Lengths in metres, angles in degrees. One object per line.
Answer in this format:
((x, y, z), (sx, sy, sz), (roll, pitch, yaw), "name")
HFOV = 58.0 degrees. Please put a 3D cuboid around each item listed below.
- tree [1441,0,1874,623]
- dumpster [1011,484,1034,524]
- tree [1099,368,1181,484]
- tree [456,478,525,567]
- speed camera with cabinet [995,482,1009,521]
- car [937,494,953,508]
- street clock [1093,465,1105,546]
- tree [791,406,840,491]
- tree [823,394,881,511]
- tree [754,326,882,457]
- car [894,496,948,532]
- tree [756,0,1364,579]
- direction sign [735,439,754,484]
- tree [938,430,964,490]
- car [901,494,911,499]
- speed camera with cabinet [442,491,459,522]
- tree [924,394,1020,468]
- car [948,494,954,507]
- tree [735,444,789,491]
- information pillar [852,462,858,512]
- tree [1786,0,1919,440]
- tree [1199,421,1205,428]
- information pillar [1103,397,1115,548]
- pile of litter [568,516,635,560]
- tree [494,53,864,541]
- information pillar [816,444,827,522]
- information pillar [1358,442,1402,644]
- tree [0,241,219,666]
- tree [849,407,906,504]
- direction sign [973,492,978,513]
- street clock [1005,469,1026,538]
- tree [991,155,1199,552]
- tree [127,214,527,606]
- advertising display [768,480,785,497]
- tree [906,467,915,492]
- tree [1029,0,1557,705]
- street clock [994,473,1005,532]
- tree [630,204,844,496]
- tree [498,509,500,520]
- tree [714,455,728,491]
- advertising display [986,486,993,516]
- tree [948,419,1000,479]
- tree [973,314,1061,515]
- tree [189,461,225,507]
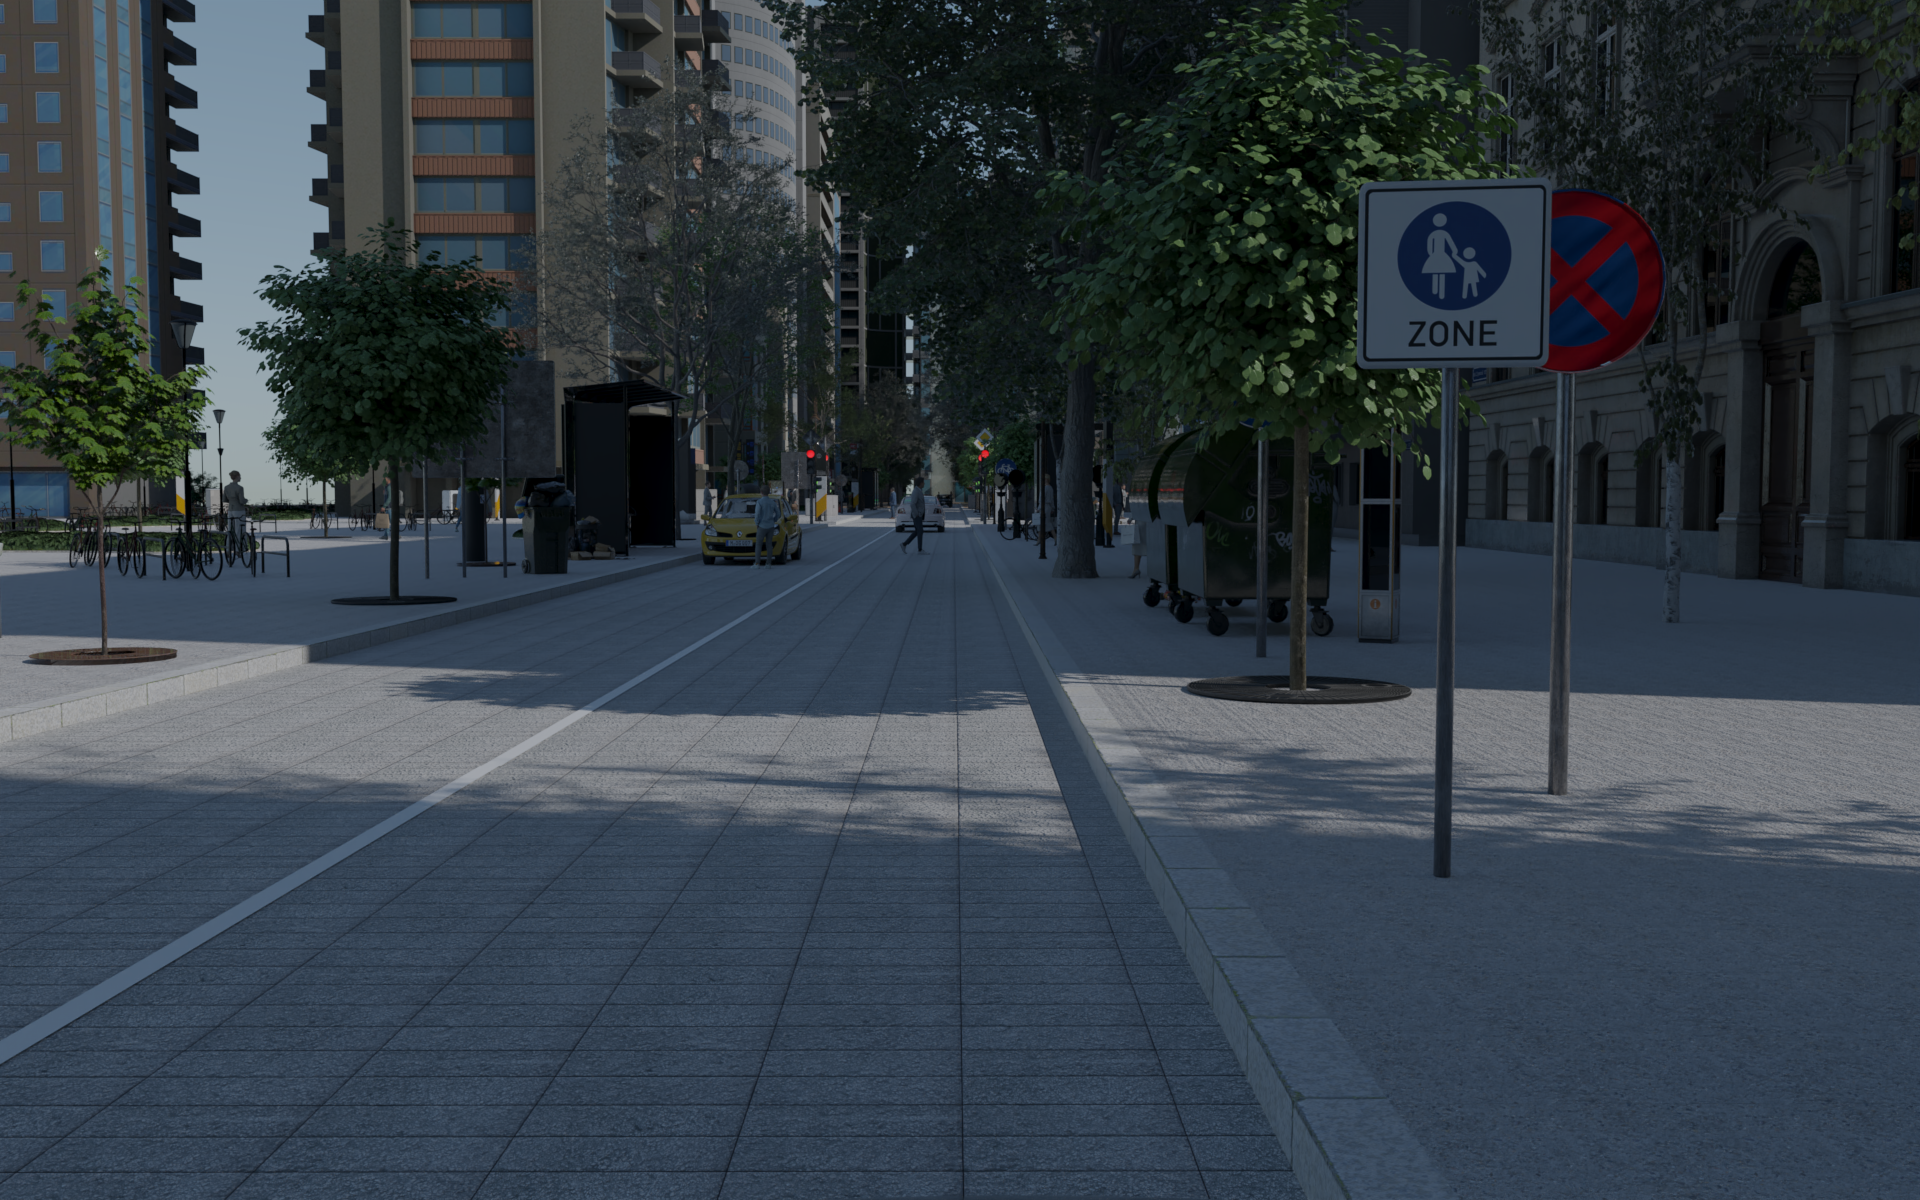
((6.863, -4.079, 17.046), (4.360, 8.622, 3.978), (0, 3, 0), "tree")
((2.709, -3.898, 69.493), (1.264, 1.857, 1.865), (0, 3, 0), "dumpster")
((6.592, -6.618, 58.566), (4.360, 8.622, 3.978), (0, 3, 0), "tree")
((-8.449, -2.212, 30.775), (1.663, 3.219, 1.824), (0, 3, 0), "tree")
((1.961, -5.358, 81.936), (0.660, 3.252, 2.038), (0, 4, 5), "speed camera with cabinet")
((-1.771, -10.600, 183.099), (2.009, 1.686, 4.222), (0, 4, -1), "car")
((3.470, -2.338, 42.803), (0.471, 2.002, 0.358), (2, 4, 30), "street clock")
((-11.420, -11.474, 137.969), (4.737, 8.622, 4.395), (0, 3, 0), "tree")
((-7.795, -10.832, 127.468), (4.360, 8.622, 3.978), (0, 3, 0), "tree")
((-8.035, -9.815, 94.892), (8.767, 10.594, 7.601), (3, 5, 40), "tree")
((-1.502, -3.290, 66.145), (2.083, 1.381, 4.827), (0, 4, 0), "car")
((1.795, -7.318, 26.302), (9.857, 13.997, 8.962), (0, 3, 0), "tree")
((-8.899, -4.855, 71.369), (0.876, 3.537, 0.379), (-1, 4, -20), "direction sign")
((2.181, -17.734, 206.964), (9.611, 12.733, 9.660), (0, 3, 0), "tree")
((-4.964, -10.142, 174.614), (1.959, 1.807, 4.718), (0, 4, 1), "car")
((-23.422, -5.339, 81.632), (0.660, 3.252, 2.038), (2, 4, 33), "speed camera with cabinet")
((1.637, -11.851, 128.172), (8.767, 10.594, 7.601), (-1, 4, -18), "tree")
((-1.733, -11.548, 198.598), (2.009, 1.686, 4.222), (0, 4, 1), "car")
((-12.016, -7.933, 113.414), (4.285, 4.588, 4.351), (0, 3, 0), "tree")
((-7.459, -8.035, 122.733), (0.504, 3.616, 0.183), (0, 4, 2), "information pillar")
((7.646, -3.792, 12.366), (4.737, 8.622, 4.395), (0, 3, 0), "tree")
((6.725, -5.896, 46.762), (4.737, 8.622, 4.395), (0, 3, 0), "tree")
((3.528, -3.050, 41.225), (0.183, 3.616, 0.504), (2, 4, 25), "information pillar")
((-7.255, -1.219, 33.888), (1.719, 0.858, 1.176), (0, 4, 4), "pile of litter")
((-7.807, -8.407, 47.831), (12.009, 13.543, 11.850), (0, 3, 0), "tree")
((-6.484, -5.474, 80.851), (0.504, 3.616, 0.183), (0, 4, 7), "information pillar")
((3.630, -0.640, 14.956), (0.304, 2.012, 0.304), (2, 4, 27), "information pillar")
((-6.506, -1.146, 13.343), (1.663, 3.219, 1.824), (0, 3, 0), "tree")
((-7.382, -11.900, 144.930), (4.737, 8.622, 4.395), (0, 3, 0), "tree")
((1.084, -7.777, 119.142), (0.379, 3.537, 0.876), (-3, 4, -38), "direction sign")
((1.658, -2.800, 50.347), (0.471, 2.002, 0.358), (1, 4, 21), "street clock")
((2.295, -5.345, 37.754), (4.737, 8.622, 4.395), (0, 3, 0), "tree")
((-6.781, -2.245, 20.422), (4.285, 4.588, 4.351), (0, 3, 0), "tree")
((-8.705, -4.700, 82.052), (0.974, 1.923, 0.123), (3, 4, 37), "advertising display")
((-7.078, -16.119, 213.907), (4.737, 8.622, 4.395), (0, 3, 0), "tree")
((2.257, -1.672, 11.058), (4.285, 4.588, 4.351), (0, 3, 0), "tree")
((1.397, -3.317, 58.808), (0.471, 2.002, 0.358), (3, 4, 36), "street clock")
((-7.762, -8.187, 59.606), (9.928, 11.665, 9.643), (0, 3, 0), "tree")
((-23.523, -8.359, 87.027), (4.737, 8.622, 4.395), (0, 3, 0), "tree")
((-16.079, -8.578, 123.961), (4.285, 4.588, 4.351), (0, 3, 0), "tree")
((1.689, -5.771, 99.573), (0.123, 1.923, 0.974), (-2, 4, -23), "advertising display")
((1.927, -15.768, 175.935), (7.486, 12.596, 7.792), (0, 3, 0), "tree")
((1.623, -12.036, 107.164), (12.009, 13.543, 11.850), (0, 3, 0), "tree")
((-63.110, -14.050, 131.543), (13.155, 14.587, 18.604), (-1, 4, -21), "tree")
